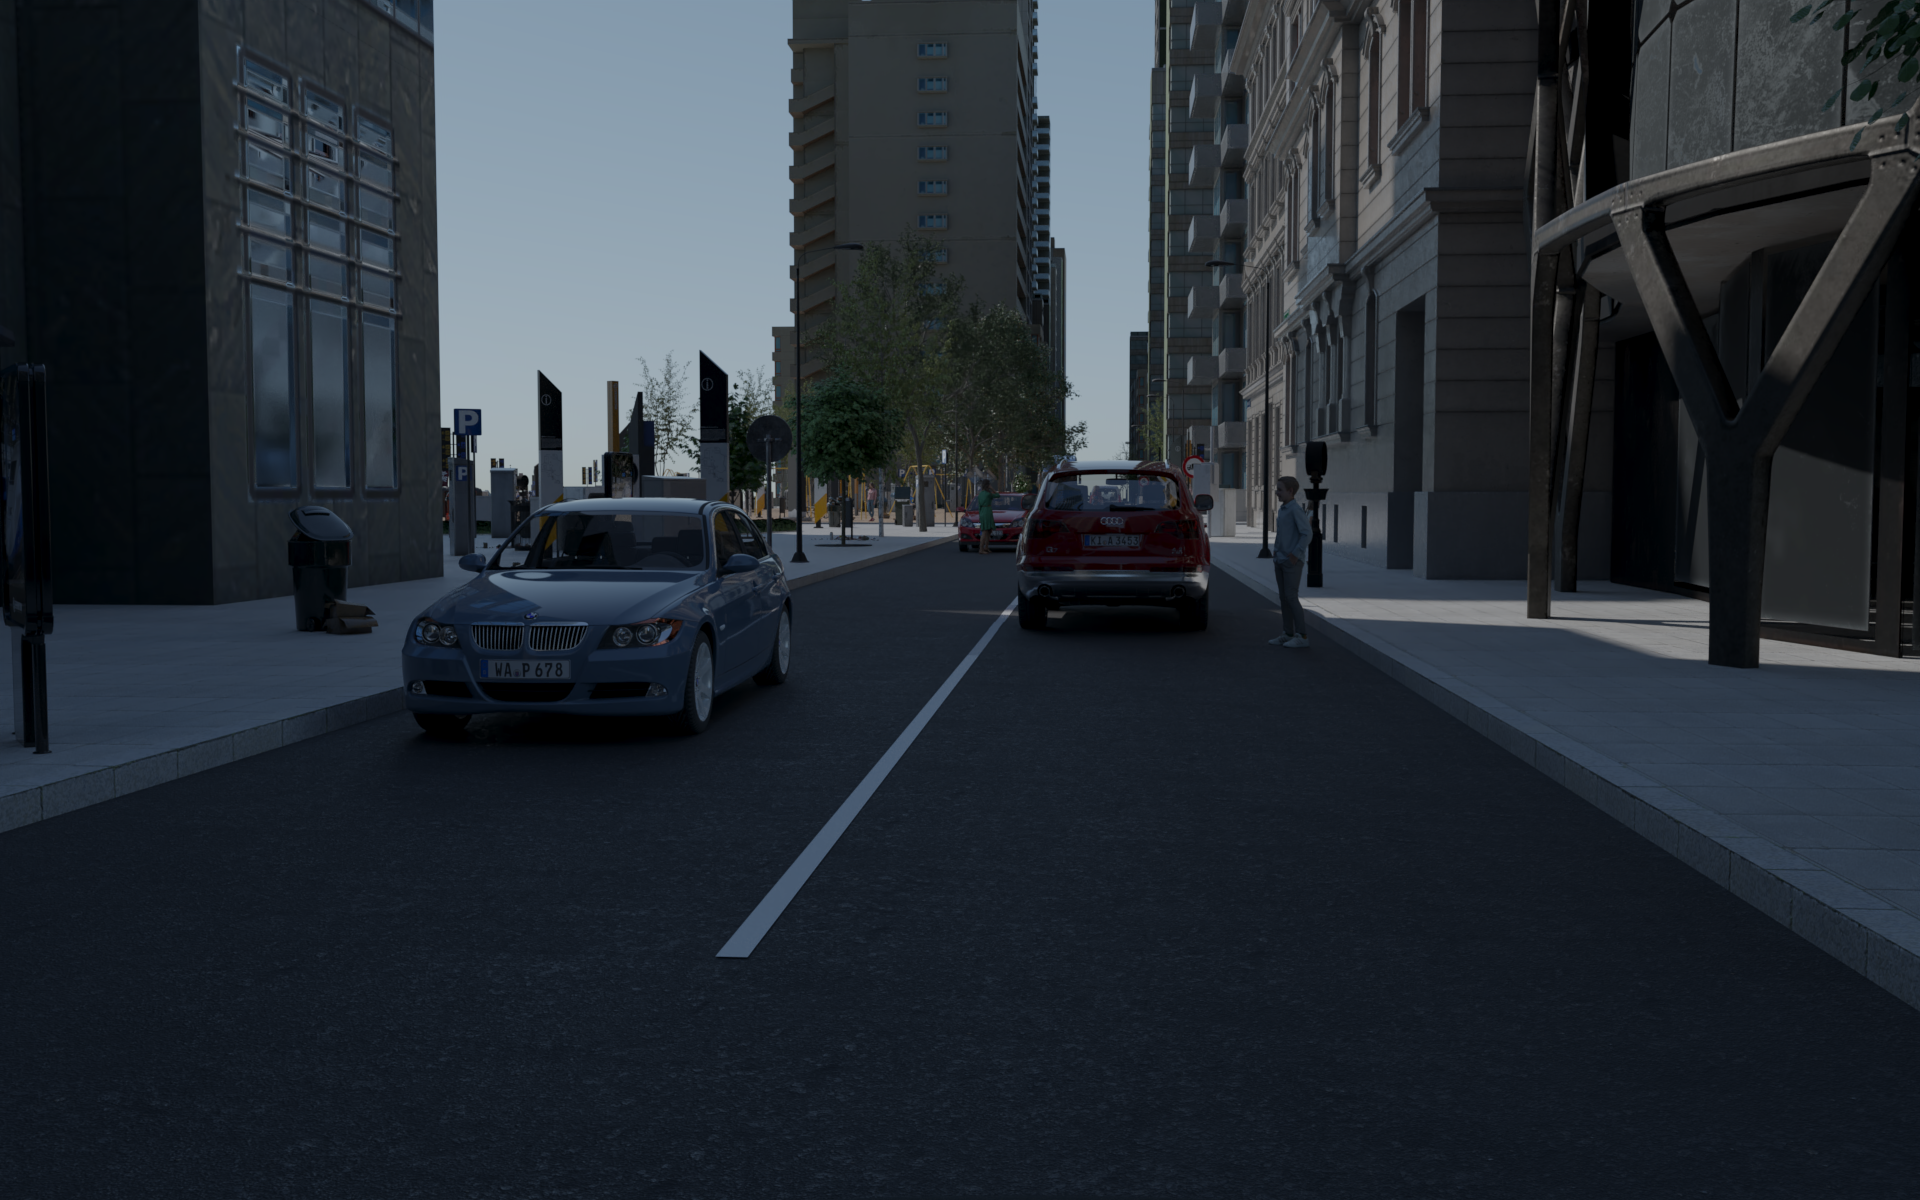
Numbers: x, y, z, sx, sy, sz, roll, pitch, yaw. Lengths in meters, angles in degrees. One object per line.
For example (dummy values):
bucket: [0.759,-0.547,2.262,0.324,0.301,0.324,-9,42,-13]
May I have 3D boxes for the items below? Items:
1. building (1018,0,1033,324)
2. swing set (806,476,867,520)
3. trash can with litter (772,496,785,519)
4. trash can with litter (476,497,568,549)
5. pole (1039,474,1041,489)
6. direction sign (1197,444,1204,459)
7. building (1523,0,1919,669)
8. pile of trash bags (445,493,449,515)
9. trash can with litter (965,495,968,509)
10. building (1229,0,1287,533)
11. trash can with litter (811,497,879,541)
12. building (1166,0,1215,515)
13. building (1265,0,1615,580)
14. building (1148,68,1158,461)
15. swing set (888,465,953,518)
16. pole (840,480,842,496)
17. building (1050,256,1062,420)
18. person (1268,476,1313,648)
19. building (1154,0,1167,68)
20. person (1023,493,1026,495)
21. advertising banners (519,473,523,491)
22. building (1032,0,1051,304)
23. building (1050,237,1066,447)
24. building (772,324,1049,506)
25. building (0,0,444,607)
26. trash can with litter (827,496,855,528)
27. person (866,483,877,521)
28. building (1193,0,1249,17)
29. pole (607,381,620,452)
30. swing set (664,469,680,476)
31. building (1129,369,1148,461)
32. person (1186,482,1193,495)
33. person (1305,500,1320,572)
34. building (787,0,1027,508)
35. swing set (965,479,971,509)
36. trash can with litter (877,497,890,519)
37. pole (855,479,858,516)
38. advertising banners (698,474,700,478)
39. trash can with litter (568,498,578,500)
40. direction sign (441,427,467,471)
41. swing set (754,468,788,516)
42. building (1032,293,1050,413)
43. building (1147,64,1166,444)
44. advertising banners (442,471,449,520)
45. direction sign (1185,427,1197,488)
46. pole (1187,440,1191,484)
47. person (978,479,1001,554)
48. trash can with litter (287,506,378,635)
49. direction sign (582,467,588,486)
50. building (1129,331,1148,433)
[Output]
building: [0.798,-47.529,215.347,20.563,71.187,20.611,0,4,5]
swing set: [-6.152,-5.492,87.416,3.119,2.851,2.862,0,4,2]
trash can with litter: [-8.972,-4.514,84.864,1.678,1.210,2.233,1,4,19]
trash can with litter: [-10.617,-1.842,41.174,2.233,1.210,1.678,-1,4,-19]
pole: [6.706,-9.264,145.308,0.158,3.312,0.155,0,3,0]
direction sign: [10.527,-5.247,77.793,0.876,3.537,0.379,0,4,-5]
building: [13.851,-9.068,15.717,16.820,18.784,16.811,0,4,5]
pile of trash bags: [-19.526,-3.198,62.037,3.447,1.369,1.912,0,4,-5]
trash can with litter: [0.380,-8.618,151.959,1.678,1.210,2.233,1,4,14]
building: [15.571,-13.572,58.058,11.583,22.565,21.152,0,4,5]
trash can with litter: [-3.045,-2.276,48.266,1.678,1.210,2.233,-2,4,-30]
building: [20.450,-26.289,113.414,14.154,41.232,14.086,0,4,5]
building: [14.084,-15.182,35.612,14.401,28.519,23.554,0,4,5]
building: [25.460,-29.708,169.314,14.154,41.232,14.086,0,4,5]
swing set: [-2.157,-5.969,95.208,2.862,2.851,3.119,-1,4,-20]
pole: [-9.642,-8.959,140.320,0.158,3.312,0.155,0,3,0]
building: [9.946,-37.150,290.994,14.154,41.232,14.086,0,4,5]
person: [3.108,-0.372,16.399,0.330,1.601,0.589,0,4,-6]
building: [32.408,-47.551,215.705,20.563,71.187,20.611,0,4,5]
person: [5.941,-9.181,156.884,0.721,1.736,1.217,2,4,31]
advertising banners: [-36.955,-9.024,143.735,2.074,3.025,0.090,2,4,34]
building: [4.438,-58.389,267.335,22.319,86.520,31.000,0,4,5]
building: [11.613,-40.048,304.897,14.600,45.320,14.200,0,4,5]
building: [-4.419,-21.222,192.024,27.650,21.520,28.899,0,4,5]
building: [-18.415,-42.625,9.593,22.319,86.520,31.000,0,4,5]
trash can with litter: [-4.582,-3.371,66.498,1.055,1.170,0.624,-1,4,-13]
person: [-4.170,-4.596,81.189,0.555,1.821,0.388,2,4,27]
building: [27.207,-28.721,89.204,30.456,49.044,23.786,0,4,5]
pole: [-6.246,-2.288,31.257,0.158,3.312,0.155,0,3,0]
swing set: [-19.994,-7.652,122.733,2.862,2.851,3.119,0,4,-7]
building: [41.743,-26.786,282.992,27.650,21.520,28.899,0,4,5]
person: [8.422,-3.520,64.181,0.593,1.750,0.643,3,5,40]
person: [5.738,-1.070,28.558,0.382,1.210,0.505,-1,4,-14]
building: [-4.729,-33.117,165.163,21.300,48.544,21.600,0,4,5]
swing set: [-0.554,-8.471,136.127,3.119,2.851,2.862,-1,4,-11]
trash can with litter: [-3.920,-4.838,90.487,0.624,1.170,1.055,-2,4,-25]
pole: [-6.070,-6.587,101.546,0.158,3.312,0.155,0,3,0]
advertising banners: [-17.815,-7.520,119.136,0.090,3.025,2.074,0,4,3]
trash can with litter: [-20.362,-4.618,86.565,1.678,1.210,2.233,2,4,33]
direction sign: [-17.226,-4.096,58.971,0.876,3.537,0.379,-2,4,-35]
swing set: [-10.823,-6.499,103.881,3.119,2.851,2.862,0,4,2]
building: [5.556,-29.018,246.141,14.160,30.474,14.107,0,4,5]
building: [32.058,-34.938,190.839,23.786,49.044,30.456,0,4,5]
advertising banners: [-24.536,-5.331,83.348,2.074,3.025,0.090,0,4,-4]
direction sign: [7.809,-4.112,59.224,0.379,3.537,0.876,0,4,7]
pole: [8.654,-4.384,65.519,0.158,3.312,0.155,0,3,0]
person: [0.611,-2.002,41.482,0.600,1.795,0.529,3,5,44]
trash can with litter: [-5.804,-0.293,16.173,1.055,1.170,0.624,3,5,39]
direction sign: [-31.002,-9.300,144.048,0.876,3.537,0.379,1,4,8]
building: [36.758,-32.598,304.674,14.160,30.474,14.107,0,4,5]
